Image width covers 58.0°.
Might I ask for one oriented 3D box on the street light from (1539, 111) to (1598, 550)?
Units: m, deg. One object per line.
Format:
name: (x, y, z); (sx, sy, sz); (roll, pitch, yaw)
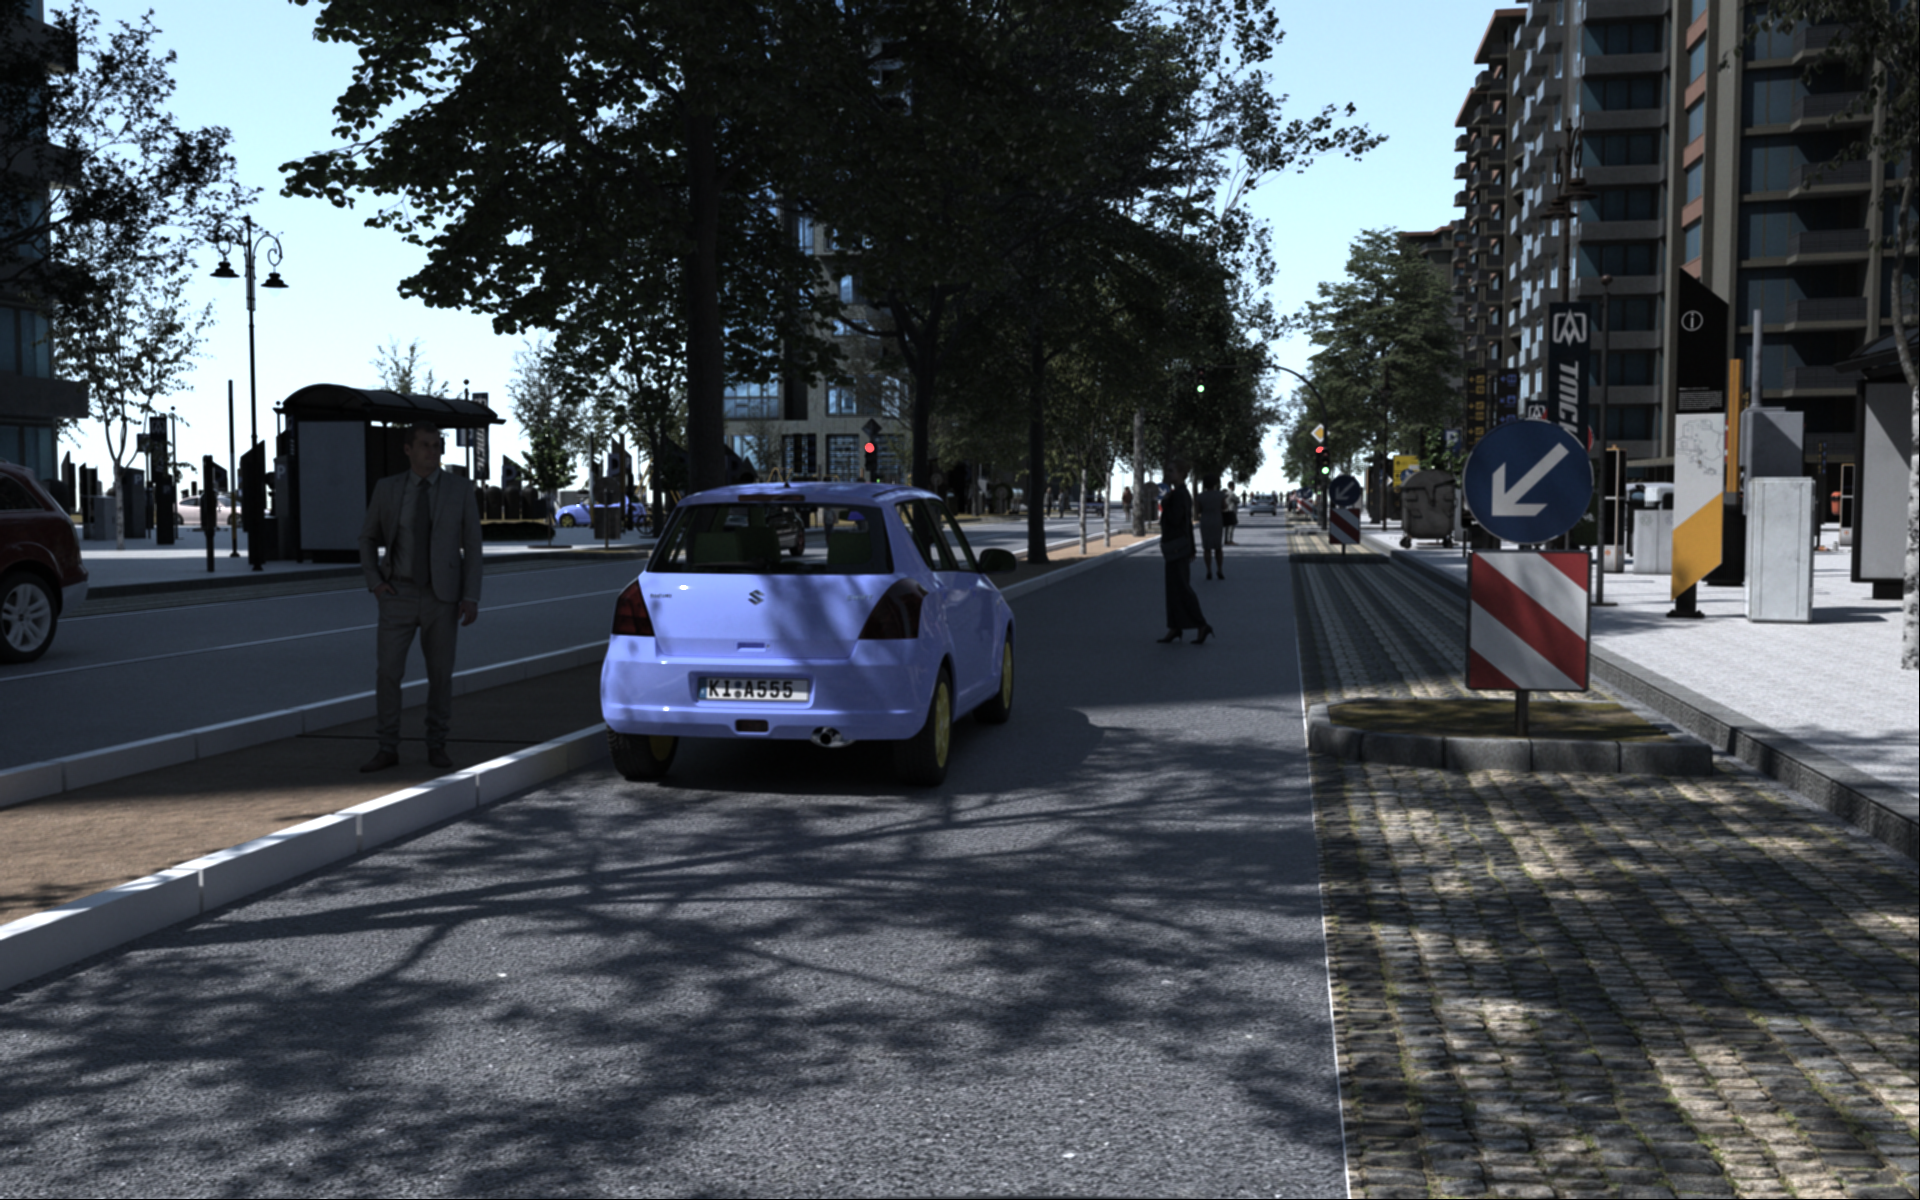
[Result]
street light: (7.486, -2.976, 21.450); (0.468, 5.910, 1.993); (1, 4, 11)

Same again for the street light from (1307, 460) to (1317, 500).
street light: (44.139, -14.943, 217.109); (0.468, 5.910, 1.993); (1, 4, 11)

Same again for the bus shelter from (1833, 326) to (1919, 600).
bus shelter: (11.200, -1.499, 18.437); (2.014, 3.302, 5.546); (1, 4, 10)

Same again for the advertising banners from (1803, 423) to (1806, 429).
advertising banners: (19.658, -2.836, 42.552); (2.074, 3.025, 0.090); (0, 4, 8)

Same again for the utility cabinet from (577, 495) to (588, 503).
utility cabinet: (-25.153, -6.377, 115.426); (1.020, 1.237, 0.306); (-1, 4, -14)

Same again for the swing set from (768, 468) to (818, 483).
swing set: (-10.583, -6.554, 104.776); (2.862, 2.851, 3.119); (1, 4, 16)

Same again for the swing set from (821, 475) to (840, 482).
swing set: (-11.269, -8.933, 143.679); (2.862, 2.851, 3.119); (3, 4, 37)

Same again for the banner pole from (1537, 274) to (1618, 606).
banner pole: (7.142, -1.827, 19.883); (0.863, 3.779, 0.401); (1, 4, 8)

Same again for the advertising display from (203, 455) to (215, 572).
advertising display: (-12.501, -1.444, 28.829); (0.123, 1.923, 0.974); (-2, 4, -25)

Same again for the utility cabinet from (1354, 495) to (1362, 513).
utility cabinet: (26.195, -6.357, 115.106); (1.020, 1.237, 0.306); (0, 4, 2)

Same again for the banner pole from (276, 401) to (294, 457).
banner pole: (-18.078, -3.464, 46.656); (0.863, 3.779, 0.401); (-2, 4, -29)

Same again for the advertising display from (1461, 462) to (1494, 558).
advertising display: (10.363, -1.795, 34.570); (0.123, 1.923, 0.974); (-1, 4, -22)

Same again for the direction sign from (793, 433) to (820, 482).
direction sign: (-5.788, -4.445, 64.668); (0.876, 3.537, 0.379); (1, 4, 10)

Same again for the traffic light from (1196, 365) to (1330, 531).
traffic light: (10.725, -5.286, 61.098); (4.771, 5.953, 1.251); (1, 4, 11)

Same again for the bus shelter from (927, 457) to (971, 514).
bus shelter: (-0.673, -7.258, 109.949); (1.731, 3.624, 6.357); (1, 4, 10)

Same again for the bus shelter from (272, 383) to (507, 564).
bus shelter: (-11.149, -2.478, 34.443); (2.014, 3.302, 5.546); (1, 4, 10)

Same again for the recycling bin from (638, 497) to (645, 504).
recycling bin: (-24.129, -7.186, 130.042); (0.722, 1.027, 0.722); (3, 4, 37)

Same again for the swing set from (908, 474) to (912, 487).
swing set: (-3.110, -9.156, 147.315); (3.119, 2.851, 2.862); (1, 4, 16)

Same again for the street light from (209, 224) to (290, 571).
street light: (-11.773, -3.429, 28.850); (0.468, 5.910, 1.993); (1, 4, 11)

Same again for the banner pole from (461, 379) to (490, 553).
banner pole: (-10.529, -2.914, 37.656); (0.863, 3.779, 0.401); (2, 4, 28)

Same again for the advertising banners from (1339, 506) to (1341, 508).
advertising banners: (23.436, -6.751, 106.560); (0.090, 3.025, 2.074); (1, 4, 17)

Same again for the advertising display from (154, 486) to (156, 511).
advertising display: (-62.258, -7.855, 133.634); (0.123, 1.923, 0.974); (0, 4, 8)

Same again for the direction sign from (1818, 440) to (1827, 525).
direction sign: (36.239, -4.945, 72.854); (0.379, 3.537, 0.876); (0, 4, 8)

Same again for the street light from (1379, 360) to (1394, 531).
street light: (14.692, -5.319, 59.761); (0.468, 5.910, 1.993); (1, 4, 11)

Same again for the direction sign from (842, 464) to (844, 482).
direction sign: (-8.732, -8.405, 129.419); (0.379, 3.537, 0.876); (-1, 4, -8)

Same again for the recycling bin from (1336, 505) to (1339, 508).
recycling bin: (29.321, -7.464, 134.586); (0.722, 1.027, 0.722); (2, 4, 29)

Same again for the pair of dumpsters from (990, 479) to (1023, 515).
pair of dumpsters: (2.905, -6.493, 108.646); (1.574, 2.255, 4.437); (1, 4, 10)

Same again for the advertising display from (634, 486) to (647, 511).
advertising display: (-24.398, -7.768, 132.223); (0.974, 1.923, 0.123); (1, 4, 14)

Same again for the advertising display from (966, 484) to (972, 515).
advertising display: (0.571, -6.254, 107.460); (0.123, 1.923, 0.974); (1, 4, 18)

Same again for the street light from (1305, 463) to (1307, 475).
street light: (52.032, -17.577, 260.165); (0.468, 5.910, 1.993); (1, 4, 11)

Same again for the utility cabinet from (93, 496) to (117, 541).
utility cabinet: (-23.747, -2.263, 48.159); (0.306, 1.237, 1.020); (0, 4, -8)

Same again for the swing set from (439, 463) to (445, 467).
swing set: (-26.744, -5.401, 85.922); (2.862, 2.851, 3.119); (2, 4, 27)

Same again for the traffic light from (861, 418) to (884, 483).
traffic light: (-3.241, -4.581, 63.817); (0.839, 4.253, 0.868); (1, 4, 11)

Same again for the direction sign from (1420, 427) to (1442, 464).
direction sign: (16.002, -4.082, 58.741); (0.876, 3.537, 0.379); (-1, 4, -13)

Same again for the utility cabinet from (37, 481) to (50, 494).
utility cabinet: (-14.848, -1.154, 27.544); (1.173, 1.500, 0.318); (3, 5, 40)

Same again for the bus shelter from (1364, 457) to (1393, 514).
bus shelter: (28.584, -7.778, 118.460); (1.731, 3.624, 6.357); (1, 4, 11)

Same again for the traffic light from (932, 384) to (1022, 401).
traffic light: (0.294, -5.911, 71.319); (4.771, 5.953, 1.251); (1, 4, 11)

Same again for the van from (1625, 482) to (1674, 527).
van: (23.680, -3.384, 62.333); (4.112, 2.044, 2.013); (1, 4, 12)

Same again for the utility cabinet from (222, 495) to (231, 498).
utility cabinet: (-41.098, -5.304, 97.882); (0.306, 1.237, 1.020); (3, 5, 43)

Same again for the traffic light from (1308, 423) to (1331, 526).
traffic light: (14.261, -4.880, 68.706); (0.839, 4.253, 0.868); (1, 4, 11)

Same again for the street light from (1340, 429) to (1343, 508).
street light: (22.782, -7.974, 103.167); (0.468, 5.910, 1.993); (1, 4, 11)

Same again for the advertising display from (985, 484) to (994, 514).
advertising display: (2.027, -6.603, 113.167); (0.974, 1.923, 0.123); (0, 4, 1)

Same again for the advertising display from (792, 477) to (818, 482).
advertising display: (-5.833, -3.667, 65.174); (0.974, 1.923, 0.123); (0, 4, -7)

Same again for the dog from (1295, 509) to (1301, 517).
dog: (20.744, -5.319, 106.247); (0.540, 0.507, 0.406); (2, 4, 30)

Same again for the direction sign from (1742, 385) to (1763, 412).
direction sign: (16.633, -2.720, 36.465); (0.379, 3.537, 0.876); (0, 4, 0)

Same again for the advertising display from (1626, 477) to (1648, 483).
advertising display: (26.033, -3.771, 66.877); (0.974, 1.923, 0.123); (2, 4, 25)

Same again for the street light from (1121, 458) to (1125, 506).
street light: (17.501, -13.032, 185.856); (0.468, 5.910, 1.993); (1, 4, 11)

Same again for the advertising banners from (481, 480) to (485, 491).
advertising banners: (-41.897, -9.440, 150.527); (0.090, 3.025, 2.074); (2, 4, 30)

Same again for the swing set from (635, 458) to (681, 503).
swing set: (-13.392, -4.836, 76.696); (2.862, 2.851, 3.119); (0, 4, -4)

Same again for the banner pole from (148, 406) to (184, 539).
banner pole: (-22.582, -3.623, 49.249); (0.863, 3.779, 0.401); (-1, 4, -23)

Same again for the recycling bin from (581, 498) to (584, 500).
recycling bin: (-23.684, -5.991, 110.505); (0.722, 1.027, 0.722); (2, 4, 30)

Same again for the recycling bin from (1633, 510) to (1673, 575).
recycling bin: (11.205, -0.934, 27.818); (0.722, 1.027, 0.722); (1, 4, 21)

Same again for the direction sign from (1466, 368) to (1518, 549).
direction sign: (9.591, -2.403, 31.292); (0.876, 3.537, 0.379); (1, 4, 19)
